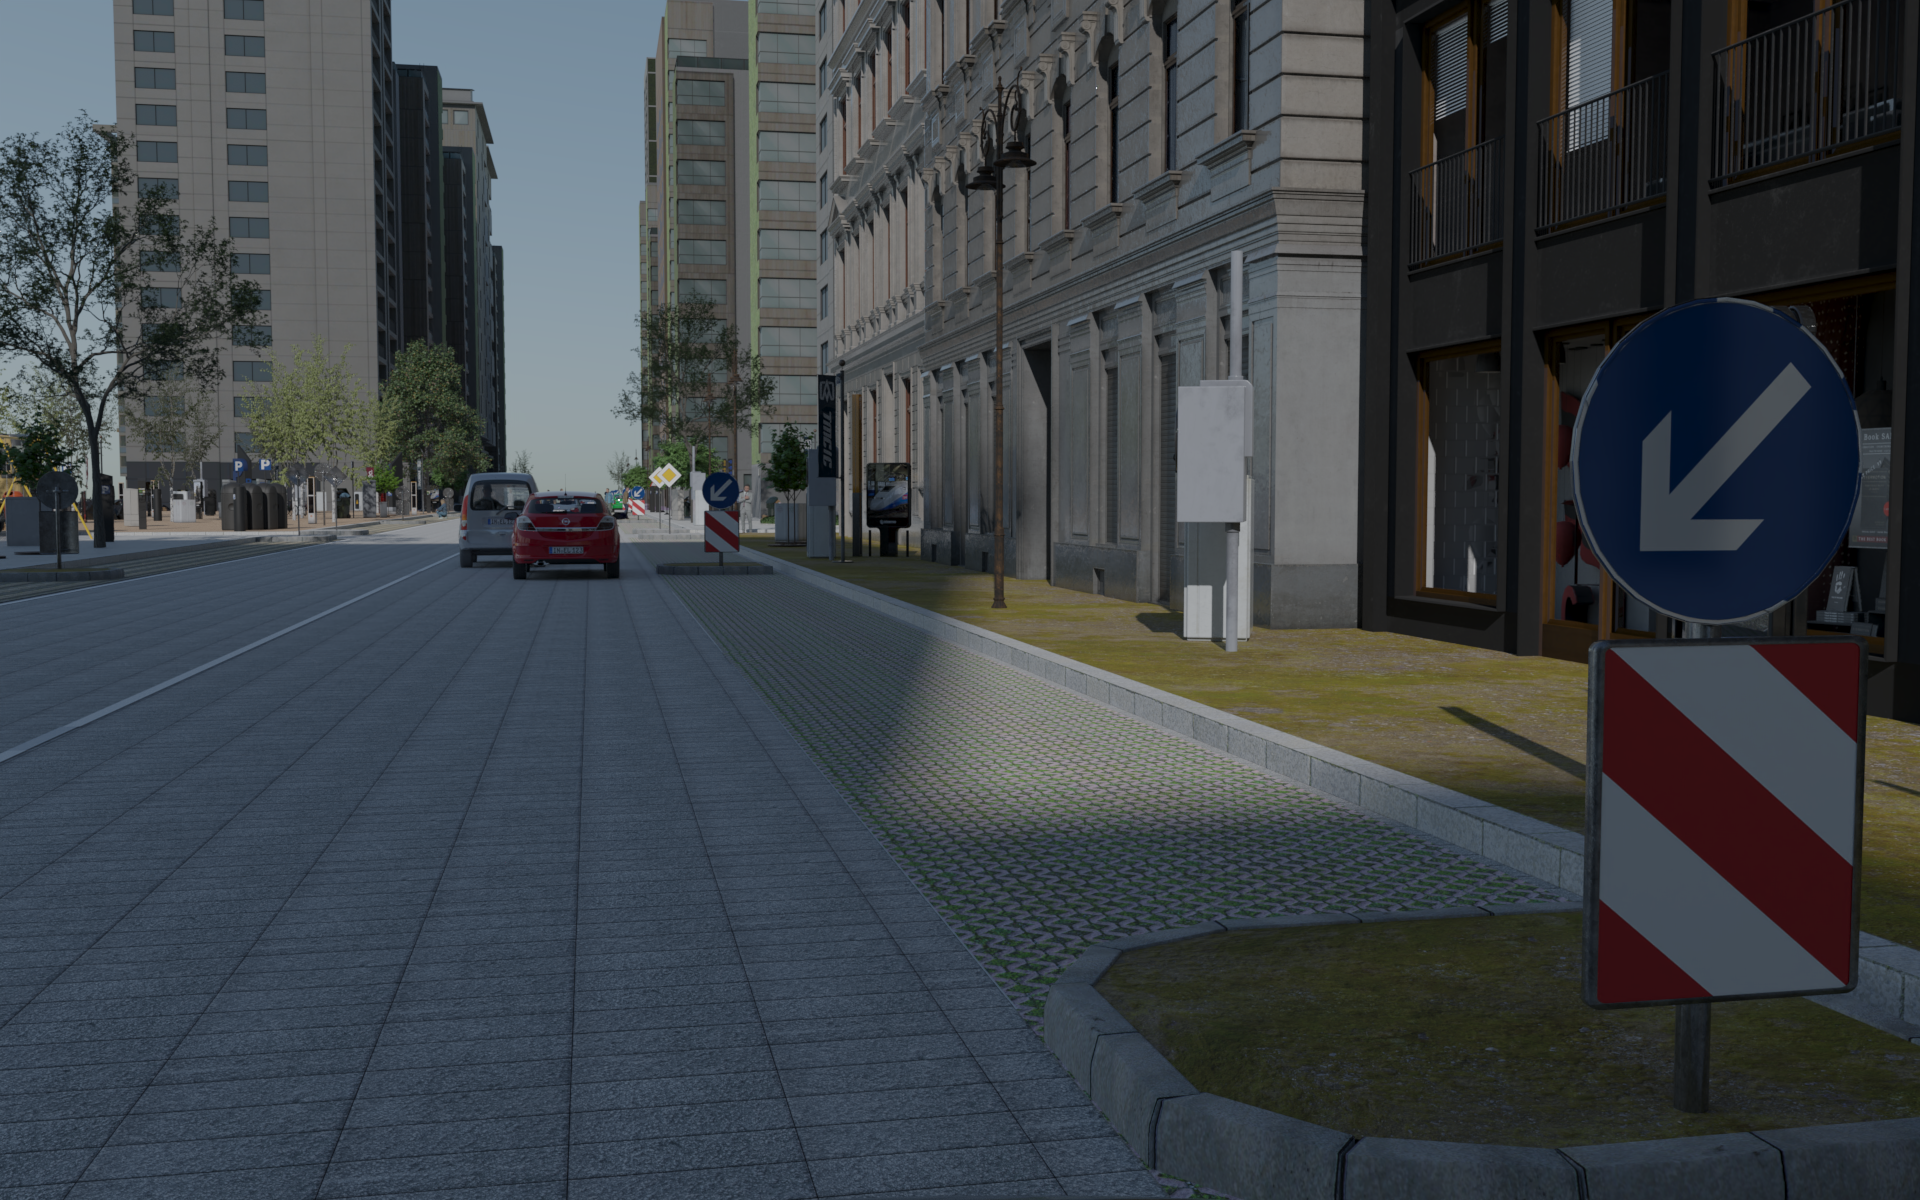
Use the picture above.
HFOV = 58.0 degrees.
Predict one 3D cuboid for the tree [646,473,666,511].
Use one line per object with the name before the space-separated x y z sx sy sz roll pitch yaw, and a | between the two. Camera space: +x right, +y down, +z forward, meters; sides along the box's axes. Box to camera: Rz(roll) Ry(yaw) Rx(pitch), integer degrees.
tree | -23.119 -8.382 131.653 1.663 3.219 1.824 0 3 0

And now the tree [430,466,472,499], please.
tree | -41.285 -9.608 140.805 4.285 4.588 4.351 0 3 0

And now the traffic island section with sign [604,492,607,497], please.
traffic island section with sign | -31.963 -9.292 160.545 1.989 1.847 2.006 -1 4 -12

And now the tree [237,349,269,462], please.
tree | -32.681 -8.180 84.100 4.737 8.622 4.395 0 3 0

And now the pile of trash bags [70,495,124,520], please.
pile of trash bags | -41.860 -4.653 85.833 3.447 1.369 1.912 1 4 17

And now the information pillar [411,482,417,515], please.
information pillar | -32.829 -6.095 104.149 0.304 2.012 0.304 -1 4 -14

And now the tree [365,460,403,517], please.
tree | -32.765 -6.294 97.508 1.663 3.219 1.824 0 3 0

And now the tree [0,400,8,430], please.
tree | -61.435 -9.600 107.328 4.360 8.622 3.978 0 3 0

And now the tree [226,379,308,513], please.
tree | -43.875 -9.785 110.343 4.360 8.622 3.978 0 3 0

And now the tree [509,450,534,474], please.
tree | -71.225 -20.240 281.284 4.360 8.622 3.978 0 3 0

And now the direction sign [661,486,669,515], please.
direction sign | -20.833 -7.914 121.396 0.379 3.537 0.876 -2 4 -28

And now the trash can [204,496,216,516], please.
trash can | -44.236 -5.536 102.165 0.748 1.137 0.748 0 3 0

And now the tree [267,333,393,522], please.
tree | -28.542 -7.852 78.739 4.737 8.622 4.395 0 3 0

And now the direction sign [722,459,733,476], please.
direction sign | -14.866 -7.260 110.705 0.876 3.537 0.379 2 4 35

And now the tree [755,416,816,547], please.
tree | -4.281 -3.063 44.688 1.663 3.219 1.824 0 3 0

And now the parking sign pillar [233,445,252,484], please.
parking sign pillar | -38.997 -6.463 94.150 1.447 3.967 1.447 3 5 41

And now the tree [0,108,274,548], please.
tree | -20.560 -6.543 41.389 8.767 10.594 7.601 0 4 -7

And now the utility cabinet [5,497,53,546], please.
utility cabinet | -23.070 -1.943 42.937 1.020 1.237 0.306 -2 4 -33

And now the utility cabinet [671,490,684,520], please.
utility cabinet | -13.841 -4.667 84.986 0.318 1.500 1.173 -2 4 -25

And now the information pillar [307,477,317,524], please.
information pillar | -27.850 -4.279 74.448 0.304 2.012 0.304 0 4 -3

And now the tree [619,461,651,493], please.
tree | -31.858 -11.506 171.830 4.285 4.588 4.351 0 3 0

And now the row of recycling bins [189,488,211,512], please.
row of recycling bins | -54.991 -7.266 125.915 1.069 1.692 3.534 0 4 -1

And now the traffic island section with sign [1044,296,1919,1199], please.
traffic island section with sign | 1.279 0.268 4.250 1.989 1.847 2.006 -1 4 -12

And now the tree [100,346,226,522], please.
tree | -36.770 -7.930 80.022 4.360 8.622 3.978 0 3 0

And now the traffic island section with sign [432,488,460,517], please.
traffic island section with sign | -32.393 -6.190 109.835 1.989 1.847 2.006 -1 4 -12

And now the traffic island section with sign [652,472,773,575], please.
traffic island section with sign | -4.485 -1.390 31.353 1.989 1.847 2.006 -1 4 -12

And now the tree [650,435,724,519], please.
tree | -14.698 -6.849 95.695 4.285 4.588 4.351 0 3 0

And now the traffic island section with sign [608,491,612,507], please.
traffic island section with sign | -21.653 -6.329 112.101 1.989 1.847 2.006 -1 4 -12

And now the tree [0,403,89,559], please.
tree | -19.464 -2.587 36.892 1.663 3.219 1.824 0 3 0

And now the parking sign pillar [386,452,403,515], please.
parking sign pillar | -35.638 -7.382 109.168 1.447 3.967 1.447 1 4 13

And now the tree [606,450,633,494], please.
tree | -56.137 -20.514 285.772 4.360 8.622 3.978 0 3 0

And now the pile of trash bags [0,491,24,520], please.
pile of trash bags | -28.760 -2.501 50.651 3.447 1.369 1.912 1 4 17

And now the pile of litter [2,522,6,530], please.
pile of litter | -35.881 -3.228 66.749 1.719 0.858 1.176 -2 4 -35

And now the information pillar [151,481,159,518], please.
information pillar | -43.662 -5.473 93.973 0.304 2.012 0.304 3 5 40

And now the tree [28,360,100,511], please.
tree | -45.690 -8.512 89.539 4.360 8.622 3.978 0 3 0

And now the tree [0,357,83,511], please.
tree | -49.273 -8.758 93.557 4.737 8.622 4.395 0 3 0

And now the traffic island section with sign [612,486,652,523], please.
traffic island section with sign | -16.051 -4.716 85.732 1.989 1.847 2.006 -1 4 -12

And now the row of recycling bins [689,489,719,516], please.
row of recycling bins | -15.310 -5.961 104.575 1.069 1.692 3.534 1 4 17

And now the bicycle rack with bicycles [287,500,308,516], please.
bicycle rack with bicycles | -39.101 -5.338 100.662 2.852 0.926 2.925 -2 4 -32

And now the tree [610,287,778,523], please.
tree | -11.759 -8.740 77.319 8.767 10.594 7.601 1 4 17

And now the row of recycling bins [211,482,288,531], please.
row of recycling bins | -25.367 -3.383 62.431 1.069 1.692 3.534 1 4 8

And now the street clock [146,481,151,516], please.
street clock | -46.615 -5.808 99.529 0.471 2.002 0.358 -1 4 -22

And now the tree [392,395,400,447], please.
tree | -39.741 -10.224 117.518 4.737 8.622 4.395 0 3 0

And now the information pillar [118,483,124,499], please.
information pillar | -53.824 -6.526 111.193 0.304 2.012 0.304 -1 4 -18

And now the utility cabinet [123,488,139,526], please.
utility cabinet | -32.778 -3.659 68.504 0.318 1.500 1.173 -3 4 -37

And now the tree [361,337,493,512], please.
tree | -38.889 -12.799 126.274 9.611 12.733 9.660 0 3 0
